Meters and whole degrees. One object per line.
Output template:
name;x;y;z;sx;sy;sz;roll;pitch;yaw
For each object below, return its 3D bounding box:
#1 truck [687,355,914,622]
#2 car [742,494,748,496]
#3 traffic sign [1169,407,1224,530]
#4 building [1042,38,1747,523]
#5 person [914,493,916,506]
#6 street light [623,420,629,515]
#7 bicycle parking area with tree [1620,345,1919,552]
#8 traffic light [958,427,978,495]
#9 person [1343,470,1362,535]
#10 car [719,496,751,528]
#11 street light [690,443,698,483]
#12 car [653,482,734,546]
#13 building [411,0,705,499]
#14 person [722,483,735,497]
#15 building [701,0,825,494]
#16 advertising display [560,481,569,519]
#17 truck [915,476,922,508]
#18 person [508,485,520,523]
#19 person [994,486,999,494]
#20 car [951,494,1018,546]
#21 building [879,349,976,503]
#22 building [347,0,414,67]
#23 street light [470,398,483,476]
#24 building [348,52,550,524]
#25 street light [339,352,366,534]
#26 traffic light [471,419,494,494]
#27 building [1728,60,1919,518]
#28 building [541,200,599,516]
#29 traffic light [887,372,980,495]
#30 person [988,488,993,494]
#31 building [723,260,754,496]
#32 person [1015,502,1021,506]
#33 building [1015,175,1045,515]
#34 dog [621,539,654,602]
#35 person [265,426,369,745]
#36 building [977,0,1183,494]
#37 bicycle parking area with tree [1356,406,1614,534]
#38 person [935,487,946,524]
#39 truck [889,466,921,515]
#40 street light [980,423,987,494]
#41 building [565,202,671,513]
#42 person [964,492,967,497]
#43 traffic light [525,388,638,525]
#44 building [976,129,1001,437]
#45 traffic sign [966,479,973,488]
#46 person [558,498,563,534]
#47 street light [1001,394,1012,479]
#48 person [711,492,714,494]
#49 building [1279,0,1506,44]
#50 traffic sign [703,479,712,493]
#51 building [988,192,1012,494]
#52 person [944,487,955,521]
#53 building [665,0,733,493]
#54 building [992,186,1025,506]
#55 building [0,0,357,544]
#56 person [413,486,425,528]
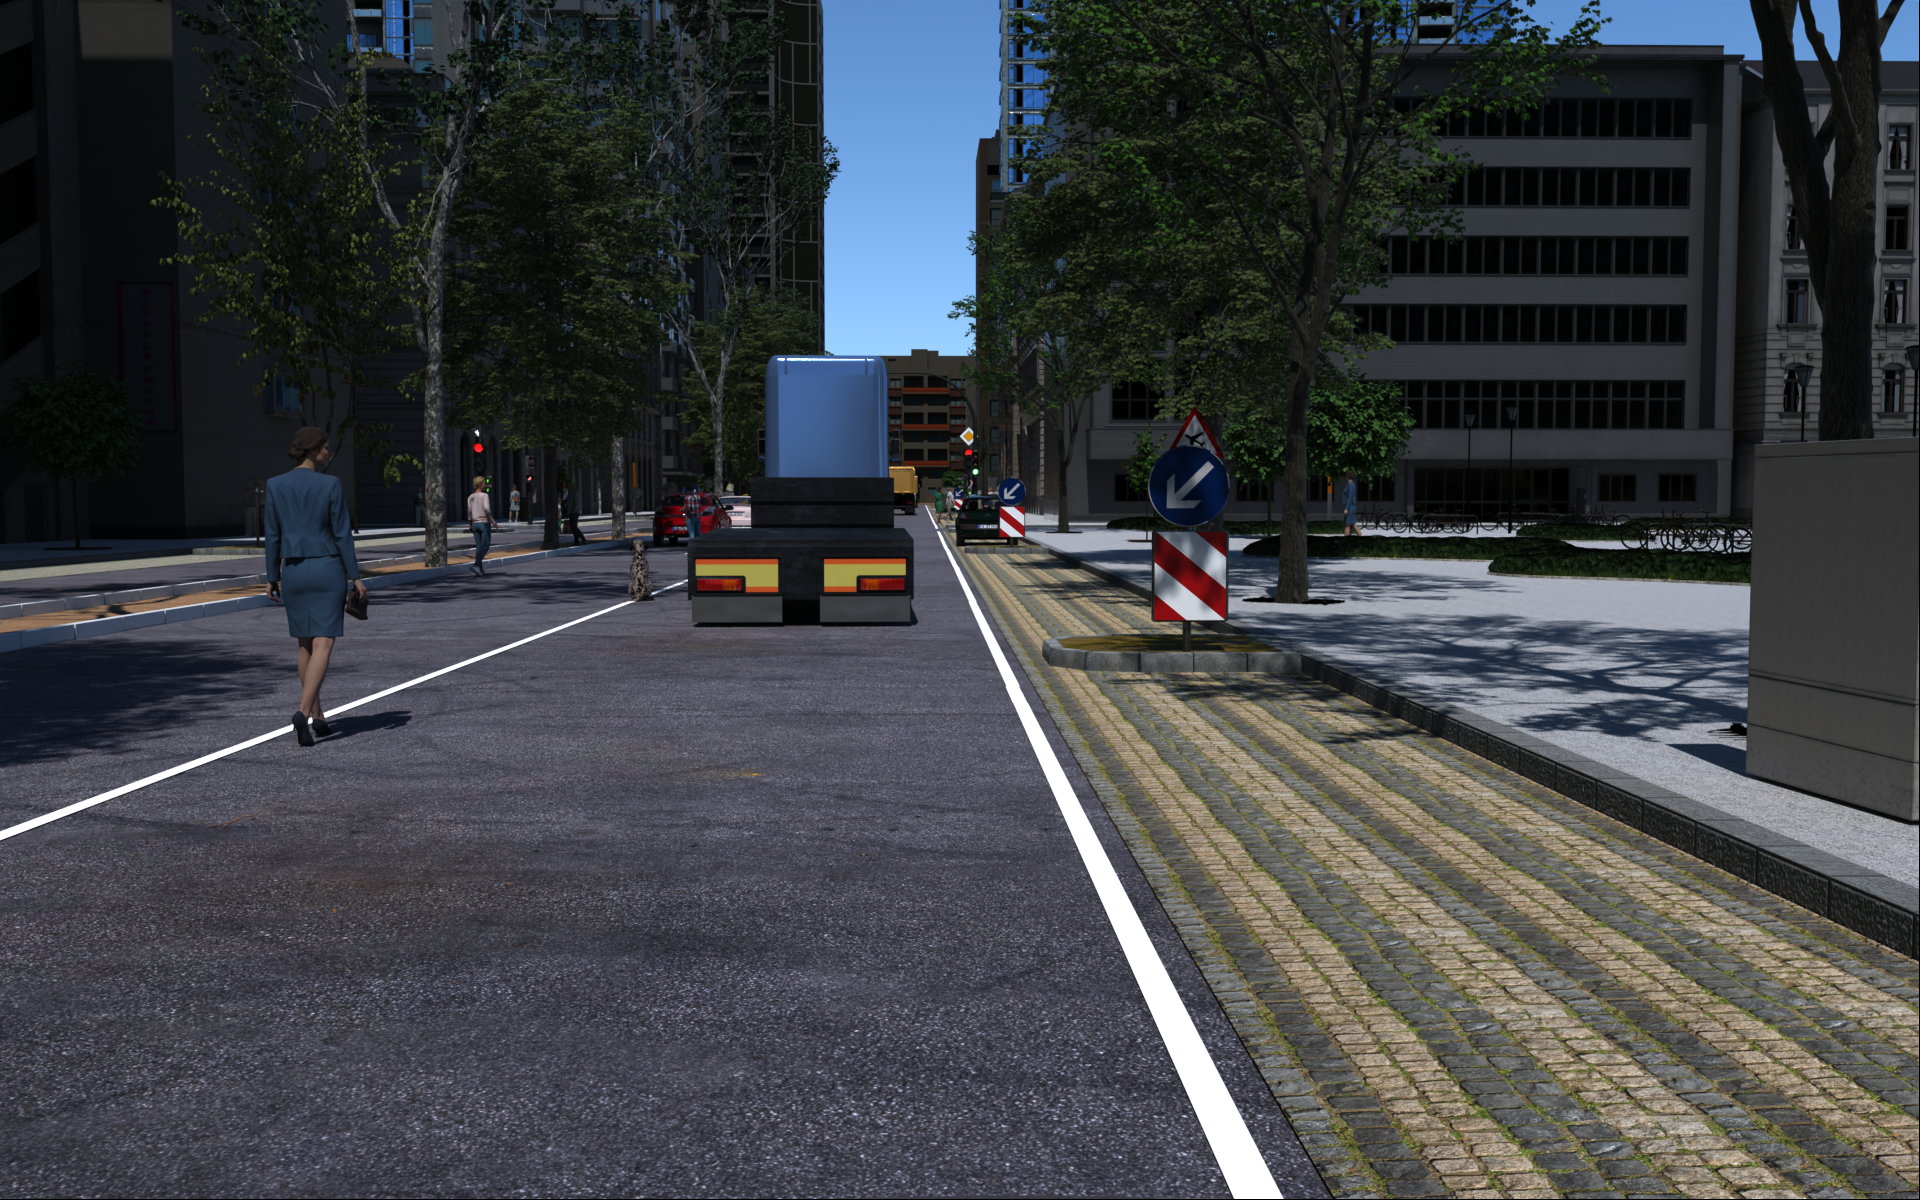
truck;-2.248;-2.329;27.841;2.967;4.110;18.799;0;4;-3
car;-16.829;-7.871;138.912;2.015;1.641;3.980;0;4;0
traffic sign;3.487;-1.579;25.819;0.884;2.594;0.081;0;4;1
building;19.377;-16.069;81.803;30.058;24.678;14.314;0;4;-1
person;-3.888;-8.243;143.500;0.478;1.798;0.641;0;4;6
street light;-20.646;-8.171;106.388;0.468;5.910;1.993;0;4;-1
bicycle parking area with tree;18.766;-2.998;36.024;9.016;4.147;8.231;1;4;17
traffic light;0.352;-5.114;72.535;0.839;4.253;0.868;0;4;-1
person;8.879;-2.028;39.227;0.654;1.822;0.581;3;4;37
car;-7.245;-2.736;57.095;2.083;1.381;4.827;0;4;-3
street light;-21.487;-10.215;139.804;0.468;5.910;1.993;0;4;-1
car;-7.537;-2.445;49.009;2.155;1.783;4.494;0;4;-1
building;-36.953;-33.136;161.376;23.786;49.044;30.456;0;4;-1
person;-7.956;-3.135;59.948;0.537;1.800;0.526;2;4;30
building;-29.754;-49.155;241.941;20.611;71.187;20.563;0;4;-1
advertising display;-20.084;-5.063;87.994;0.123;1.923;0.974;0;4;5
truck;-5.746;-11.450;183.125;3.469;3.379;9.791;0;4;-1
person;-20.021;-4.332;77.868;0.512;1.701;0.522;-3;5;-41
person;1.932;-4.969;88.296;0.512;1.701;0.522;0;4;-8
car;0.738;-2.372;48.575;2.009;1.686;4.222;0;3;0
building;-4.924;-24.603;247.301;28.899;21.520;27.650;0;4;-1
building;-76.578;-56.755;240.610;31.000;86.520;22.319;0;4;-1
street light;-19.983;-6.088;72.324;0.468;5.910;1.993;0;4;-1
building;-29.030;-14.897;85.358;13.314;21.916;24.055;0;4;-1
street light;-19.583;-5.090;56.009;0.468;5.910;1.993;0;4;-1
traffic light;-17.720;-4.599;64.117;0.839;4.253;0.868;0;4;-1
building;43.601;-14.088;79.490;18.267;20.994;9.793;0;4;-1
building;-29.046;-15.393;106.422;10.420;20.320;16.860;0;4;-1
traffic light;-1.554;-5.486;64.363;4.771;5.953;1.251;0;4;-1
person;2.128;-7.014;121.387;0.731;1.740;0.598;2;4;34
building;-32.692;-27.068;214.254;14.107;30.474;14.160;0;4;-1
person;3.424;-5.710;103.677;0.475;1.303;0.640;-2;4;-30
building;9.355;-17.377;112.997;11.050;23.489;19.941;0;4;-1
dog;-4.386;-0.391;23.223;0.513;0.831;0.800;2;4;27
person;-3.778;-0.091;10.014;0.581;1.822;0.654;1;4;13
building;13.196;-53.602;189.062;22.319;86.520;31.000;0;4;-1
bicycle parking area with tree;17.843;-4.402;58.969;9.016;4.147;8.231;1;4;15
person;-1.018;-4.600;83.954;0.600;1.795;0.529;2;4;29
truck;-4.398;-7.578;119.822;3.469;3.379;9.791;0;4;-2
street light;1.517;-8.591;113.255;0.468;5.910;1.993;0;4;-1
building;-29.480;-17.443;126.990;13.314;21.916;24.055;0;4;-1
person;0.669;-11.516;195.806;0.415;1.643;0.593;-1;4;-8
traffic light;-15.815;-5.964;72.183;4.771;5.953;1.251;0;4;-1
building;9.068;-34.451;213.391;14.600;45.320;14.200;0;4;-1
traffic sign;0.761;-8.633;141.251;0.768;2.556;0.104;0;4;8
person;-14.250;-2.973;61.354;0.306;1.304;0.590;2;4;32
street light;2.130;-6.547;79.833;0.468;5.910;1.993;0;4;-1
person;-24.016;-9.925;168.299;1.348;1.826;0.705;-3;5;-43
building;52.510;-54.883;210.003;31.000;86.520;22.319;0;4;-1
traffic sign;-21.373;-8.962;146.627;0.768;2.556;0.104;0;4;0
building;9.667;-24.238;167.995;14.160;30.474;14.107;0;4;-1
person;-0.569;-5.121;92.454;0.641;1.798;0.478;-1;4;-17
building;-40.065;-36.788;190.718;28.713;52.752;27.495;0;4;-1
building;9.183;-20.679;135.362;12.463;27.353;25.104;0;4;-1
building;-32.486;-26.170;51.583;21.600;48.544;21.300;0;4;-1
person;-21.802;-3.726;69.971;0.519;1.759;0.362;-2;4;-34
